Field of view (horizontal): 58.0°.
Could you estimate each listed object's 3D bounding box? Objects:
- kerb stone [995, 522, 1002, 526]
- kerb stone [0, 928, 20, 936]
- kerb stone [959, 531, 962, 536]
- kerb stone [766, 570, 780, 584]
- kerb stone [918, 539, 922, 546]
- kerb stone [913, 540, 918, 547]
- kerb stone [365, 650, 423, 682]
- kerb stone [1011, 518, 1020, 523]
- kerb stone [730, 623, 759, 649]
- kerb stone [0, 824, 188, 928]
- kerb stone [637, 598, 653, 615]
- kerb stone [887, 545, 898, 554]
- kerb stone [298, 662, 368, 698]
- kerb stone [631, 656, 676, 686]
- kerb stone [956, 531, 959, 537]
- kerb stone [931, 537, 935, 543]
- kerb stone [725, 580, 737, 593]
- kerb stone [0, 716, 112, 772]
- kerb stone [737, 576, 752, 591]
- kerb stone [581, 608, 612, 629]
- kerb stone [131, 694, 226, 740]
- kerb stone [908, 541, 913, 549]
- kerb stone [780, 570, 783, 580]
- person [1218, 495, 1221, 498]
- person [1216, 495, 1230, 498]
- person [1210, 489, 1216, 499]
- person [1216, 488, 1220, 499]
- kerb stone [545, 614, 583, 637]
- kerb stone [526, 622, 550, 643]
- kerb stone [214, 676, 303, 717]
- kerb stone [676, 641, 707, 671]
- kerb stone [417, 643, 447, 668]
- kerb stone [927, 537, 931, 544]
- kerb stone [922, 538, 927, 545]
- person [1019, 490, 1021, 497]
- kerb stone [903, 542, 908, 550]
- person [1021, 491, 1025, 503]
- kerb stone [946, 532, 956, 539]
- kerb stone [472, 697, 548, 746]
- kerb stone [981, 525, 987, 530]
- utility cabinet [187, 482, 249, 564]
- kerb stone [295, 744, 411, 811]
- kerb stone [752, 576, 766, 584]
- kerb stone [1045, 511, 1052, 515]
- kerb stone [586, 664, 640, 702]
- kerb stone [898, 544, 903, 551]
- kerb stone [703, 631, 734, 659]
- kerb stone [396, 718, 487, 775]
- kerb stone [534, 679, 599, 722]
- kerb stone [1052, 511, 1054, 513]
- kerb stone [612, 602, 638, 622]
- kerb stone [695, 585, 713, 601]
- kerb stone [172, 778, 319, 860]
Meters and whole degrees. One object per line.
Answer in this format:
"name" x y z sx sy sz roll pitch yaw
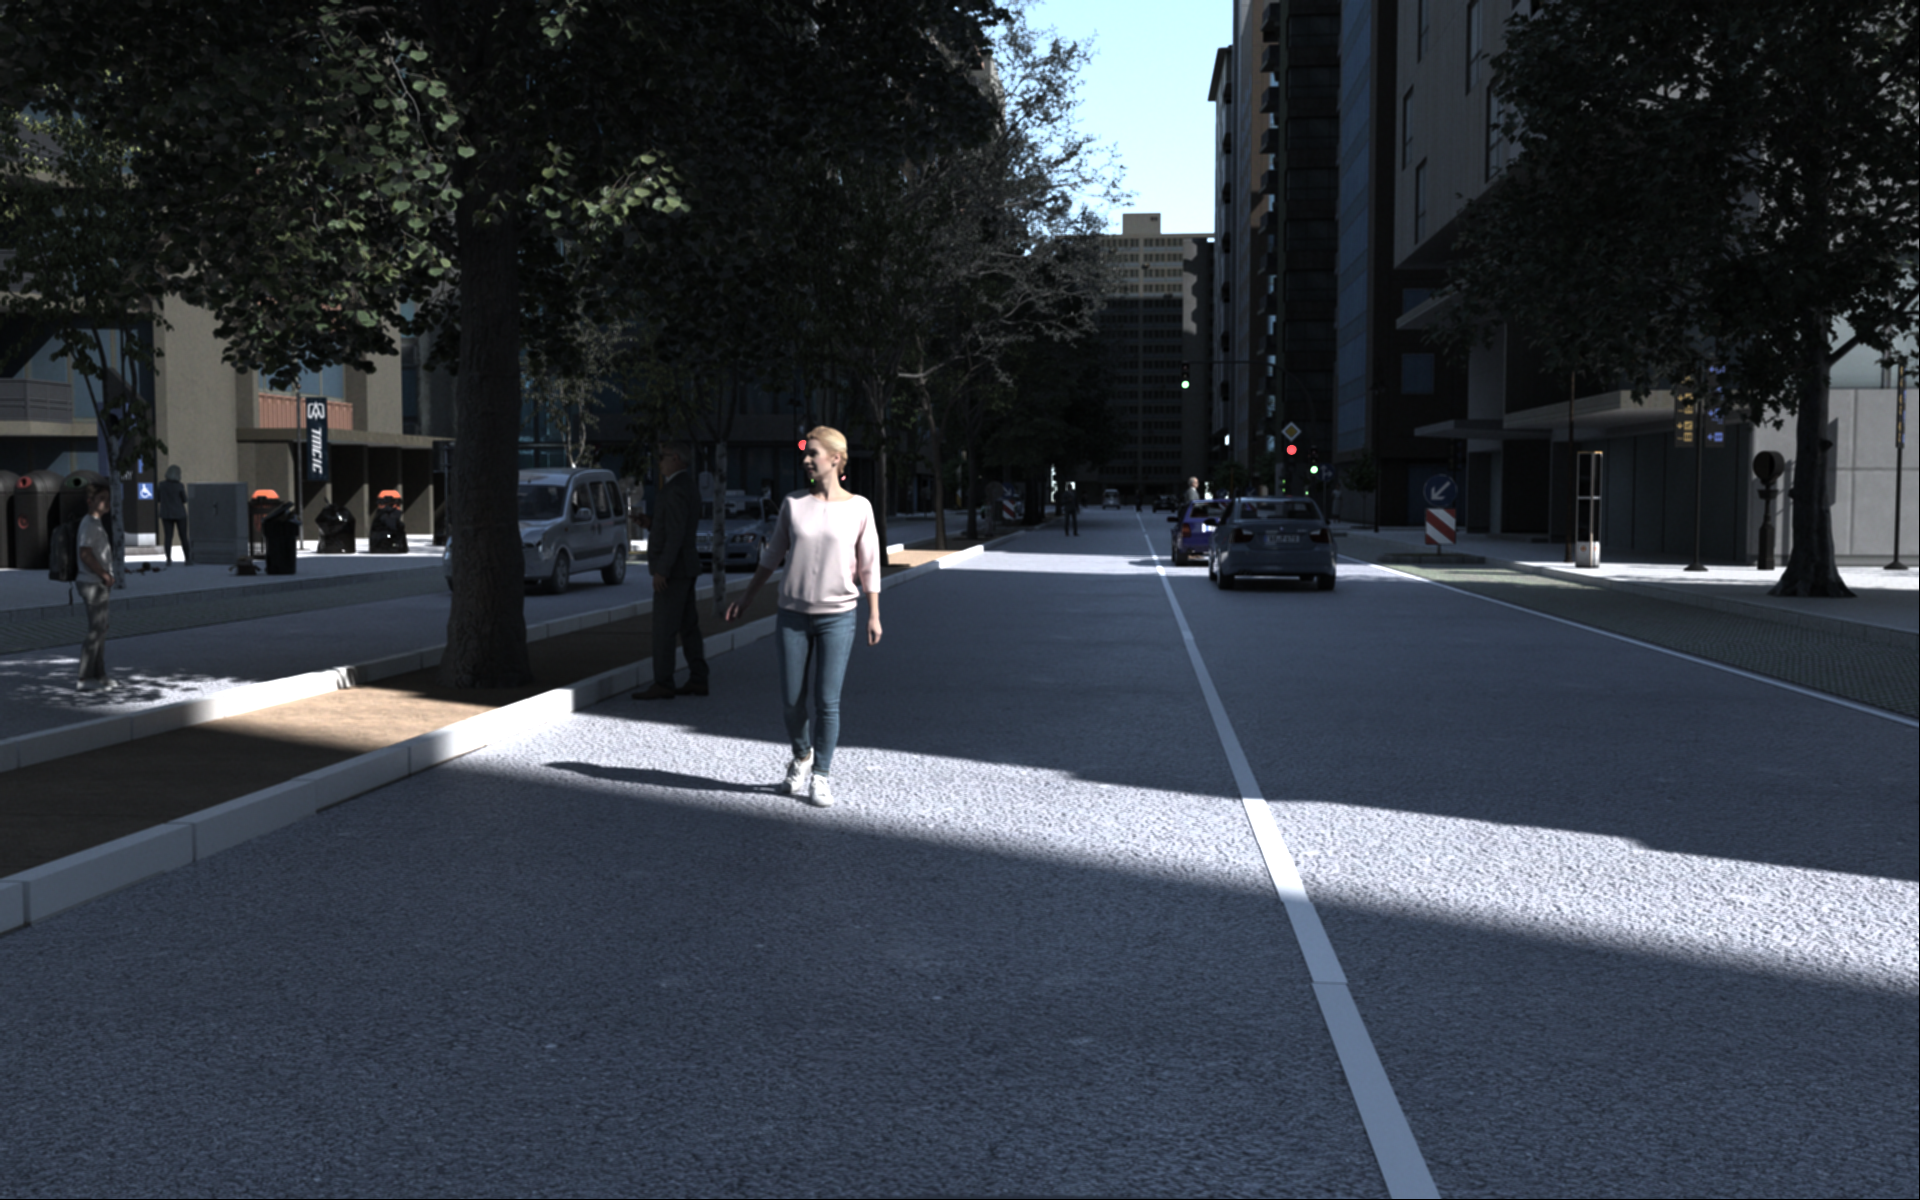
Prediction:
"kerb stone" 1.744 -3.377 77.414 0.120 0.150 1.000 0 4 6
"kerb stone" -3.206 1.037 5.235 0.120 0.150 1.000 0 4 6
"kerb stone" -0.110 -2.216 58.431 0.120 0.150 1.000 0 4 6
"kerb stone" -3.102 -0.347 27.867 0.120 0.150 1.000 0 4 6
"kerb stone" -1.212 -1.531 47.233 0.120 0.150 1.000 0 4 6
"kerb stone" -1.306 -1.467 46.214 0.120 0.150 1.000 0 4 6
"kerb stone" -4.497 0.533 13.601 0.120 0.150 1.000 0 4 6
"kerb stone" 2.838 -4.063 88.621 0.120 0.150 1.000 0 4 6
"kerb stone" -2.097 0.355 16.457 0.120 0.150 1.000 0 4 6
"kerb stone" -3.097 0.977 6.253 0.120 0.150 1.000 0 4 6
"kerb stone" -3.794 0.091 20.736 0.120 0.150 1.000 0 4 6
"kerb stone" -1.701 -1.220 42.134 0.120 0.150 1.000 0 4 6
"kerb stone" -4.593 0.590 12.577 0.120 0.150 1.000 0 4 6
"kerb stone" -2.405 0.540 13.394 0.120 0.150 1.000 0 4 6
"kerb stone" -0.213 -2.151 57.415 0.120 0.150 1.000 0 4 6
"kerb stone" -0.910 -1.718 50.283 0.120 0.150 1.000 0 4 6
"kerb stone" -3.404 -0.157 24.806 0.120 0.150 1.000 0 4 6
"kerb stone" -4.900 0.776 9.514 0.120 0.150 1.000 0 4 6
"kerb stone" -3.305 -0.222 25.823 0.120 0.150 1.000 0 4 6
"kerb stone" -3.997 0.214 18.702 0.120 0.150 1.000 0 4 6
"kerb stone" -4.799 0.719 10.531 0.120 0.150 1.000 0 4 6
"kerb stone" -1.406 -1.405 45.197 0.120 0.150 1.000 0 4 6
"kerb stone" -3.006 -0.407 28.896 0.120 0.150 1.000 0 4 6
"person" 22.757 -8.675 151.098 0.599 1.433 0.991 1 4 16
"person" 24.429 -9.469 160.819 1.348 1.831 0.705 1 4 13
"person" 25.689 -10.325 174.950 1.348 1.812 0.705 -2 4 -35
"person" 23.485 -9.211 156.514 0.709 1.838 0.599 -2 4 -32
"kerb stone" -4.094 0.276 17.685 0.120 0.150 1.000 0 4 6
"kerb stone" -4.196 0.344 16.660 0.120 0.150 1.000 0 4 6
"kerb stone" -4.697 0.651 11.558 0.120 0.150 1.000 0 4 6
"kerb stone" -2.308 0.477 14.411 0.120 0.150 1.000 0 4 6
"kerb stone" -4.394 0.465 14.626 0.120 0.150 1.000 0 4 6
"kerb stone" -1.015 -1.655 49.267 0.120 0.150 1.000 0 4 6
"kerb stone" -1.104 -1.593 48.249 0.120 0.150 1.000 0 4 6
"person" 7.400 -12.879 217.347 1.217 1.736 0.721 -1 4 -22
"kerb stone" -1.506 -1.345 44.180 0.120 0.150 1.000 0 4 6
"person" 7.804 -12.692 214.477 0.541 1.710 0.530 -1 4 -14
"kerb stone" -0.312 -2.092 56.397 0.120 0.150 1.000 0 4 6
"kerb stone" -2.701 0.725 10.340 0.120 0.150 1.000 0 4 6
"kerb stone" 1.039 -2.938 70.256 0.120 0.150 1.000 0 4 6
"utility cabinet" -13.597 -1.409 31.720 1.173 1.500 0.318 2 4 23
"kerb stone" -2.909 0.852 8.298 0.120 0.150 1.000 0 4 6
"kerb stone" -3.206 -0.285 26.849 0.120 0.150 1.000 0 4 6
"kerb stone" 6.428 -6.310 125.360 0.120 0.150 1.000 0 4 6
"kerb stone" -2.509 0.601 12.377 0.120 0.150 1.000 0 4 6
"kerb stone" -1.609 -1.281 43.156 0.120 0.150 1.000 0 4 6
"kerb stone" -2.206 0.414 15.428 0.120 0.150 1.000 0 4 6
"kerb stone" -2.807 0.790 9.323 0.120 0.150 1.000 0 4 6
"kerb stone" -2.599 0.663 11.359 0.120 0.150 1.000 0 4 6
"kerb stone" 6.627 -6.431 127.395 0.120 0.150 1.000 0 4 6
"kerb stone" -3.894 0.159 19.720 0.120 0.150 1.000 0 4 6
"kerb stone" -3.493 -0.097 23.787 0.120 0.150 1.000 0 4 6
"kerb stone" -2.995 0.914 7.270 0.120 0.150 1.000 0 4 6
